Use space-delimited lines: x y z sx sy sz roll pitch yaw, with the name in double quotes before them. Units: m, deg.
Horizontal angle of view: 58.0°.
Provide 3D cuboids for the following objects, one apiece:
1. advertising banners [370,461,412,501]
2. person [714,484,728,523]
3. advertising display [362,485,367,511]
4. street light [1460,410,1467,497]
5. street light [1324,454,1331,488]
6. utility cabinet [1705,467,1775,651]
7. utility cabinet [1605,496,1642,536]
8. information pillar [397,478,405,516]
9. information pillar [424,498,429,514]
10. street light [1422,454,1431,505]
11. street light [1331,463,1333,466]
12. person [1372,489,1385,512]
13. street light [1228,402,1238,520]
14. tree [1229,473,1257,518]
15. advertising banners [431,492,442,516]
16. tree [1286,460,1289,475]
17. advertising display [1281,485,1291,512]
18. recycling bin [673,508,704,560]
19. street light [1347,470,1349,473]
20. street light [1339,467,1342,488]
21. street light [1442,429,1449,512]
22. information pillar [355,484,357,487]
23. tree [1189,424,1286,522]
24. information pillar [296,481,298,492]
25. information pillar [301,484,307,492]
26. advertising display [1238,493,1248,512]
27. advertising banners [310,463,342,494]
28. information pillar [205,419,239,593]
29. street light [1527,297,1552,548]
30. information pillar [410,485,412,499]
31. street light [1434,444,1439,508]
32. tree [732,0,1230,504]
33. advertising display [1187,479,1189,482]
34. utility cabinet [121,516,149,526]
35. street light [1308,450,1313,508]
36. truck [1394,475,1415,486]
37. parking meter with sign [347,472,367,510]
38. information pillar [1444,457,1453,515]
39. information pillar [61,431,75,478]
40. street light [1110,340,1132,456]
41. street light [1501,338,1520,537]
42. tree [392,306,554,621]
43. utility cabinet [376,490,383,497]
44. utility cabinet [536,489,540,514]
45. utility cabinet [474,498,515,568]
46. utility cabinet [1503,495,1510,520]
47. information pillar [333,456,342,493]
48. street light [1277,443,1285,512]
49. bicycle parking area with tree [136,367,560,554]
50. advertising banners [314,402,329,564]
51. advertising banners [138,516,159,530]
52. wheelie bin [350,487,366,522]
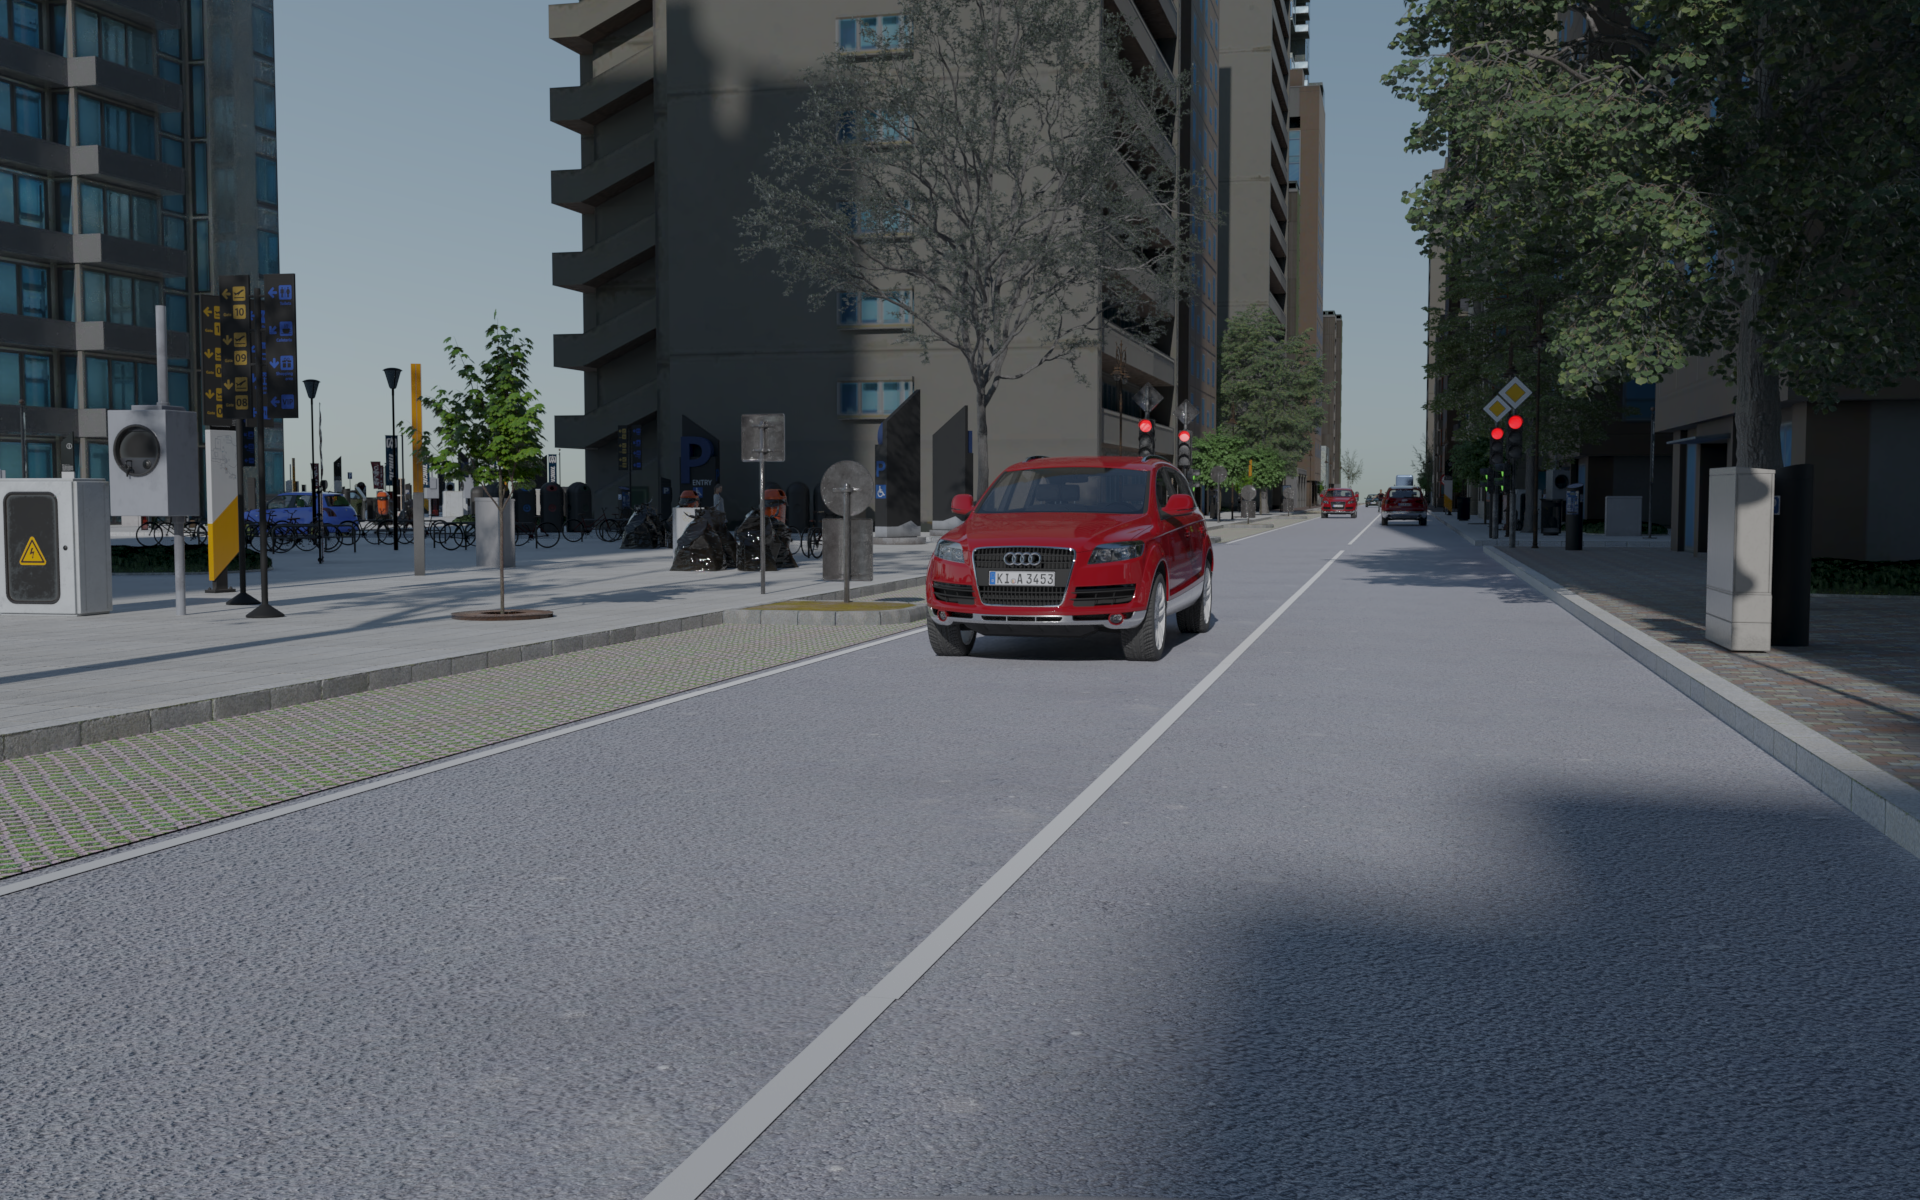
"advertising banners" -30.408 -5.897 92.601 2.074 3.025 0.090 -1 4 -21
"person" -7.086 -2.532 50.655 0.466 1.731 0.760 3 5 39
"advertising display" -44.245 -7.521 128.187 0.123 1.923 0.974 1 4 13
"street light" 25.218 -6.969 86.724 0.468 5.910 1.993 1 4 14
"street light" 41.233 -13.597 195.104 0.468 5.910 1.993 1 4 14
"utility cabinet" 6.516 -0.354 14.465 0.318 1.500 1.173 1 4 14
"utility cabinet" 20.188 -2.541 52.709 1.020 1.237 0.306 1 4 9
"information pillar" -26.383 -4.723 81.719 0.304 2.012 0.304 1 4 23
"information pillar" -34.731 -7.410 112.514 0.504 3.616 0.183 1 4 16
"street light" 55.819 -14.319 206.906 0.468 5.910 1.993 1 4 14
"street light" 44.228 -14.310 206.757 0.468 5.910 1.993 1 4 14
"person" 32.756 -7.726 134.839 1.348 1.822 0.705 1 4 16
"street light" 13.717 -6.990 87.069 0.468 5.910 1.993 1 4 14
"tree" 15.525 -6.138 94.959 1.663 3.219 1.824 0 3 0
"advertising banners" -30.252 -6.340 99.845 2.074 3.025 0.090 -3 5 -41
"tree" 18.313 -7.449 105.497 4.285 4.588 4.351 0 3 0
"advertising display" 23.454 -7.297 124.527 0.974 1.923 0.123 -3 5 -41
"recycling bin" -4.882 -1.180 31.845 0.722 1.027 0.722 -1 4 -16
"street light" 61.744 -18.521 275.604 0.468 5.910 1.993 1 4 14
"street light" 52.960 -16.401 240.944 0.468 5.910 1.993 1 4 14
"street light" 35.390 -9.396 126.408 0.468 5.910 1.993 1 4 14
"information pillar" -42.760 -7.254 123.099 0.304 2.012 0.304 -3 5 -41
"tree" 12.120 -5.952 81.036 4.285 4.588 4.351 0 3 0
"information pillar" -37.898 -5.762 98.695 0.304 2.012 0.304 -2 4 -24
"information pillar" -50.065 -7.812 132.214 0.304 2.012 0.304 0 4 -7
"advertising display" 20.133 -7.183 122.654 0.974 1.923 0.123 3 4 39
"advertising banners" -35.750 -6.228 98.014 0.090 3.025 2.074 3 5 45
"information pillar" -9.593 -1.906 22.510 0.183 3.616 0.504 2 4 25
"street light" 13.607 -4.160 40.801 0.468 5.910 1.993 1 4 14
"information pillar" -43.281 -8.052 136.147 0.304 2.012 0.304 1 4 15
"street light" 44.145 -11.487 160.595 0.468 5.910 1.993 1 4 14
"tree" 0.502 -7.695 36.176 12.009 13.543 11.850 0 3 0
"advertising display" 8.613 -3.730 66.196 0.123 1.923 0.974 1 4 20
"utility cabinet" -33.067 -3.564 69.436 1.020 1.237 0.306 0 4 6
"street light" 32.546 -11.506 160.905 0.468 5.910 1.993 1 4 14
"truck" 60.728 -15.109 236.795 2.967 4.110 18.799 1 4 15
"parking meter with sign" -47.783 -8.659 137.839 1.738 3.016 0.543 1 4 12
"information pillar" 29.454 -6.913 104.385 0.504 3.616 0.183 2 4 27
"information pillar" -33.216 -4.478 64.568 0.504 3.616 0.183 0 4 4
"street light" 4.839 -4.854 52.144 0.468 5.910 1.993 1 4 14
"street light" 16.371 -4.821 51.614 0.468 5.910 1.993 1 4 14
"tree" -4.743 -1.434 18.049 1.663 3.219 1.824 0 3 0
"utility cabinet" -33.311 -5.549 99.403 0.318 1.500 1.173 -1 4 -22
"utility cabinet" -18.798 -4.247 78.114 1.173 1.500 0.318 0 4 7
"utility cabinet" -8.206 -1.189 30.596 0.306 1.237 1.020 -3 5 -40
"utility cabinet" 26.747 -4.480 84.404 0.306 1.237 1.020 0 4 3
"information pillar" -37.920 -6.989 105.627 0.504 3.616 0.183 0 4 -4
"street light" 22.608 -9.120 121.894 0.468 5.910 1.993 1 4 14
"bicycle parking area with tree" -14.689 -3.324 41.356 9.016 4.147 8.231 -2 4 -27
"advertising banners" -12.042 -2.227 32.605 0.090 3.025 2.074 -1 4 -18
"advertising banners" -28.949 -3.991 61.439 0.090 3.025 2.074 0 4 -1
"wheelie bin" -27.507 -4.348 78.998 0.693 1.594 0.980 0 4 -5
